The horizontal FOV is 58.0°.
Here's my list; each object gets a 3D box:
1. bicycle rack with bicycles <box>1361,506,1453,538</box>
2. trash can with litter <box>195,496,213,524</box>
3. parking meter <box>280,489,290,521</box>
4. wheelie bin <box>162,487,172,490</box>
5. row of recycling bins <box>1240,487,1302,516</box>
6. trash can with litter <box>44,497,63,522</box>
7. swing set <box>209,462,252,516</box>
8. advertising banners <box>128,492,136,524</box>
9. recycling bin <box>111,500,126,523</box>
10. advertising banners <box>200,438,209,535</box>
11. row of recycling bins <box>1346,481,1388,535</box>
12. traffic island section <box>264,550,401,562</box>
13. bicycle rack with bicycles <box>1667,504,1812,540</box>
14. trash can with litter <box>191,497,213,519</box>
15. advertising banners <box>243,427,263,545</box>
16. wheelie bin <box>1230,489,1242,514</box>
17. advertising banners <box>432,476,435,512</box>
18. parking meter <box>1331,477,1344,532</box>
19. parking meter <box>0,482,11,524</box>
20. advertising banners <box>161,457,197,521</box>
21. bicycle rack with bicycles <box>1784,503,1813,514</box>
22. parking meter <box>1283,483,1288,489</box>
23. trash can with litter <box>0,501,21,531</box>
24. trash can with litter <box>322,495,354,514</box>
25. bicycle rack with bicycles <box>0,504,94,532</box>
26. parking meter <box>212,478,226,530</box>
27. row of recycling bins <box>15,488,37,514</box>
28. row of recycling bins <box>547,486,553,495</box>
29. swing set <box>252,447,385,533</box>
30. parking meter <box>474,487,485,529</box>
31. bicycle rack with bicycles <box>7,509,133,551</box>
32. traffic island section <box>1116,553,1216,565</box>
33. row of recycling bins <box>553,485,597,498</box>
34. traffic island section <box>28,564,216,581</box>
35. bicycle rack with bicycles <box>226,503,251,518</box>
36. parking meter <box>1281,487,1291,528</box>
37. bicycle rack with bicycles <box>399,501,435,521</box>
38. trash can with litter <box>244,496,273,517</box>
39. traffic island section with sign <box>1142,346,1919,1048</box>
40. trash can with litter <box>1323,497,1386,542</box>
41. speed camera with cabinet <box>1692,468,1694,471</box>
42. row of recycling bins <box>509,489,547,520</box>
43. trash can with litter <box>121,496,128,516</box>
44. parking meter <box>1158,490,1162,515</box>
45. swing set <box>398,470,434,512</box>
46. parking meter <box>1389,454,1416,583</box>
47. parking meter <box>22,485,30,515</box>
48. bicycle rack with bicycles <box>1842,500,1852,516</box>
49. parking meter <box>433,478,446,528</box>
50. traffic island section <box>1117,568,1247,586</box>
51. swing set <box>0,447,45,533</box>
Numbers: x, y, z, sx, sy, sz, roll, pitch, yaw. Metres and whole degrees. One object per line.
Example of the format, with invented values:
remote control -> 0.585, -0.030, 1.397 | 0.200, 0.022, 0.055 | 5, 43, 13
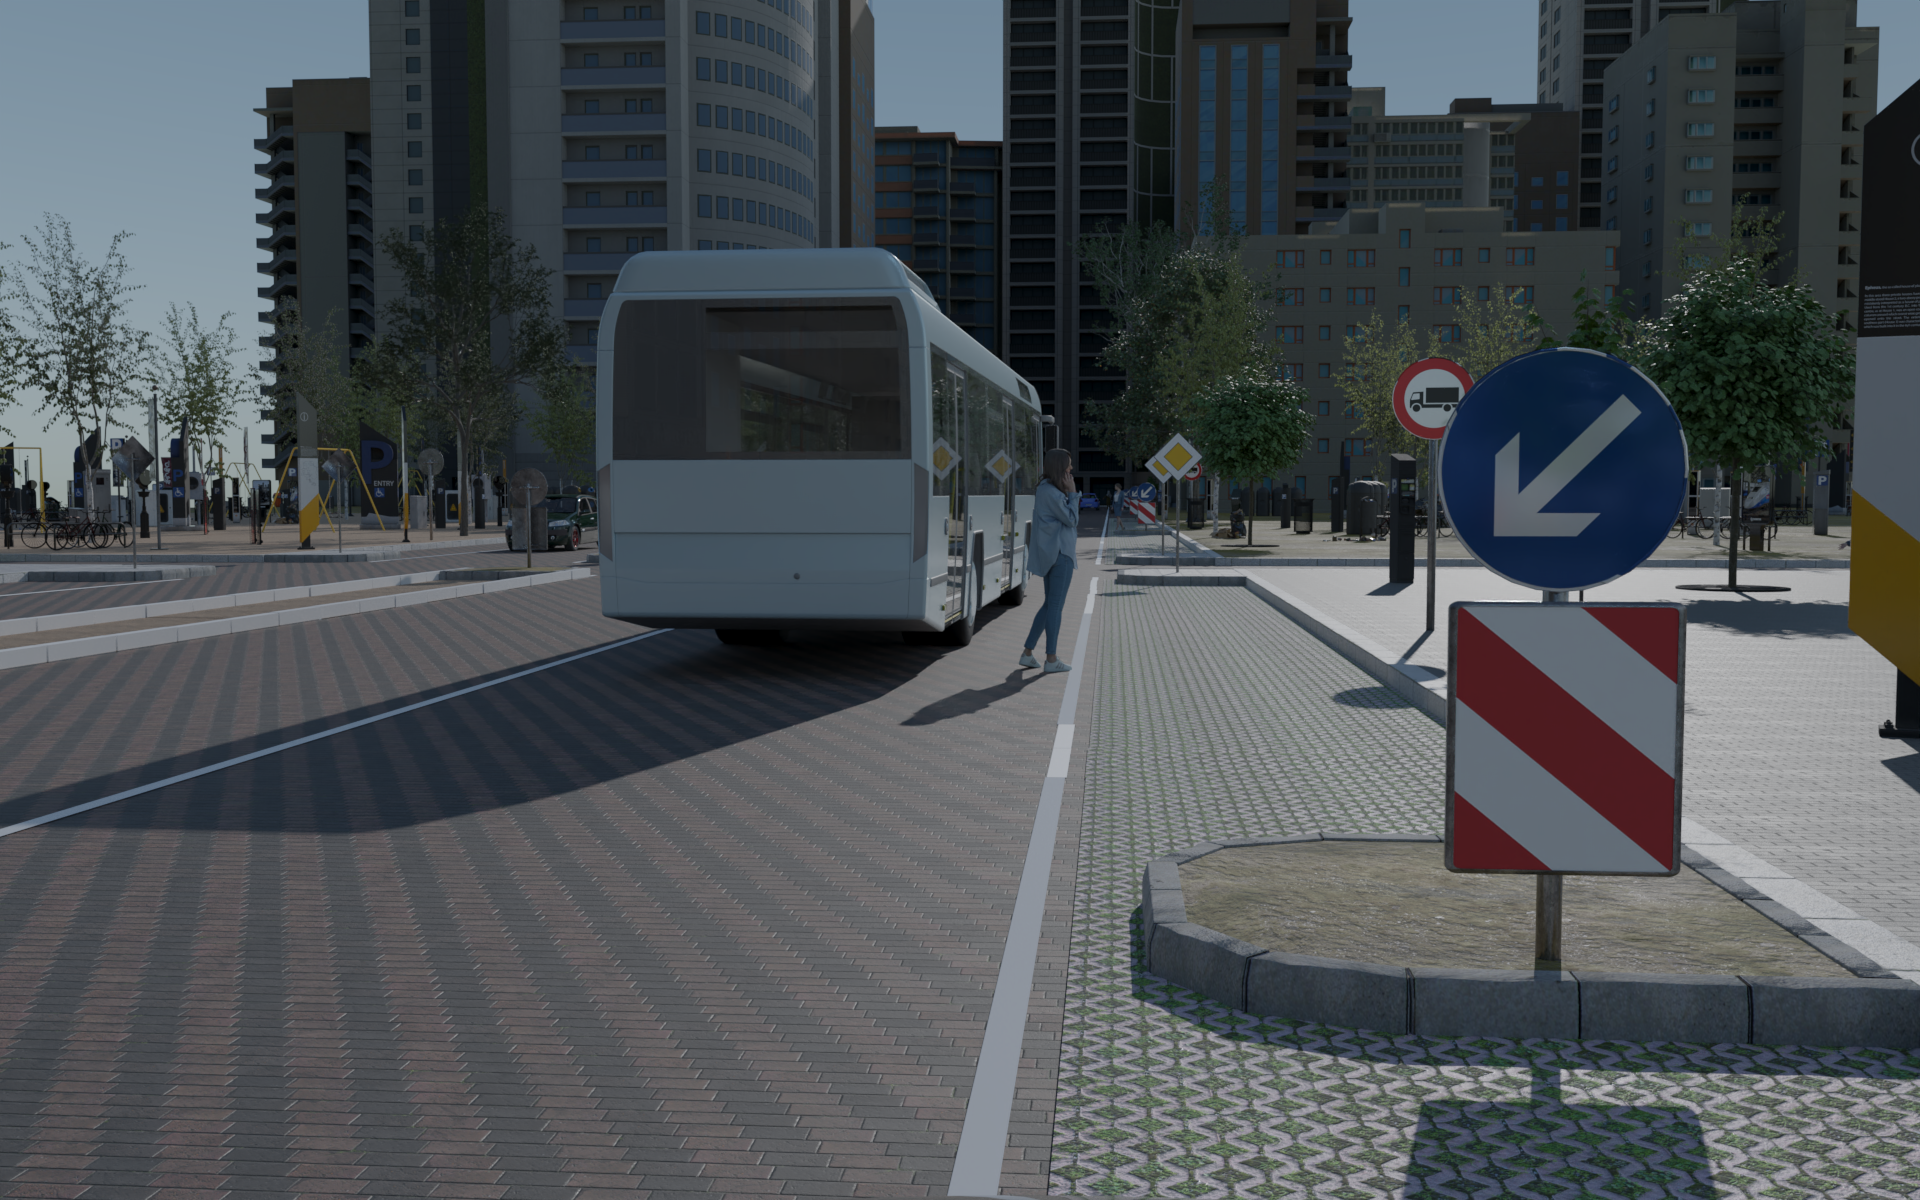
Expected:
bicycle rack with bicycles -> 13.370, -2.352, 51.834 | 2.925, 0.926, 2.852 | 0, 4, -4
trash can with litter -> -31.729, -3.777, 73.147 | 1.055, 1.170, 0.624 | -2, 4, -28
parking meter -> -32.535, -4.584, 83.357 | 0.372, 1.533, 0.369 | 0, 3, 0
wheelie bin -> -36.534, -4.410, 80.005 | 0.693, 1.594, 0.980 | 1, 4, 21
row of recycling bins -> 17.997, -5.688, 100.119 | 3.534, 1.692, 1.069 | 0, 4, 5
trash can with litter -> -40.328, -4.030, 77.283 | 0.624, 1.170, 1.055 | 1, 4, 19
swing set -> -35.953, -5.462, 86.926 | 2.862, 2.851, 3.119 | 0, 4, -4
advertising banners -> -34.818, -4.711, 73.217 | 0.090, 3.025, 2.074 | -1, 4, -9
recycling bin -> -38.015, -3.992, 77.830 | 0.722, 1.027, 0.722 | 0, 4, 6
advertising banners -> -23.822, -3.572, 54.592 | 0.090, 3.025, 2.074 | -1, 4, -19
row of recycling bins -> 13.235, -2.995, 56.080 | 1.069, 1.692, 3.534 | 1, 4, 23
traffic island section -> -13.553, -0.951, 37.827 | 2.009, 0.180, 2.903 | 0, 4, 5
bicycle rack with bicycles -> 22.087, -2.215, 49.593 | 2.852, 0.926, 2.925 | -2, 4, -32
trash can with litter -> -38.617, -4.716, 88.166 | 1.678, 1.210, 2.233 | 0, 4, -3
advertising banners -> -18.197, -2.958, 44.550 | 0.090, 3.025, 2.074 | -2, 4, -32
wheelie bin -> 16.413, -5.780, 102.404 | 0.980, 1.594, 0.693 | 3, 5, 40
advertising banners -> -32.665, -6.872, 108.549 | 2.074, 3.025, 0.090 | 3, 5, 41
parking meter -> 12.759, -3.233, 58.568 | 0.255, 1.863, 0.399 | -3, 5, -39
parking meter -> -41.328, -4.236, 74.969 | 0.399, 1.863, 0.255 | 0, 4, -5
advertising banners -> -36.547, -5.219, 81.513 | 2.074, 3.025, 0.090 | 0, 4, 1
bicycle rack with bicycles -> 33.995, -3.586, 72.015 | 2.925, 0.926, 2.852 | 1, 4, 22
parking meter -> 17.226, -5.261, 91.722 | 0.255, 1.863, 0.399 | 0, 4, 2
trash can with litter -> -34.311, -3.086, 61.516 | 1.678, 1.210, 2.233 | -2, 4, -31
trash can with litter -> -40.315, -6.162, 111.801 | 2.233, 1.210, 1.678 | 0, 4, -5
bicycle rack with bicycles -> -34.296, -3.148, 64.852 | 2.925, 0.926, 2.852 | -1, 4, -21
parking meter -> -26.266, -3.405, 61.375 | 0.399, 1.863, 0.255 | 0, 4, 5
row of recycling bins -> -59.645, -6.216, 108.749 | 1.069, 1.692, 3.534 | 2, 4, 24
row of recycling bins -> -21.671, -5.254, 93.017 | 1.069, 1.692, 3.534 | 1, 4, 10
swing set -> -21.744, -3.751, 58.956 | 2.862, 2.851, 3.119 | 1, 4, 16
parking meter -> -17.737, -3.397, 63.954 | 0.372, 1.533, 0.369 | 0, 3, 0
bicycle rack with bicycles -> -20.807, -1.676, 40.786 | 2.852, 0.926, 2.925 | 2, 4, 30
traffic island section -> 4.270, -0.856, 36.269 | 2.009, 0.180, 2.903 | 0, 4, 5
row of recycling bins -> -16.729, -4.402, 79.082 | 1.069, 1.692, 3.534 | 3, 4, 36
traffic island section -> -14.249, -0.464, 29.872 | 2.009, 0.180, 2.903 | 0, 4, 5
bicycle rack with bicycles -> -39.044, -4.956, 94.419 | 2.925, 0.926, 2.852 | -3, 5, -41
parking meter -> 12.283, -3.479, 65.295 | 0.372, 1.533, 0.369 | 0, 3, 0
bicycle rack with bicycles -> -25.973, -4.289, 83.505 | 2.925, 0.926, 2.852 | -2, 4, -24
trash can with litter -> -40.241, -5.411, 99.531 | 2.233, 1.210, 1.678 | -1, 4, -22
traffic island section with sign -> 1.587, 0.193, 5.467 | 1.989, 1.847, 2.006 | 0, 4, 5
trash can with litter -> 10.782, -2.222, 47.389 | 2.233, 1.210, 1.678 | -1, 4, -20
speed camera with cabinet -> 42.447, -6.542, 101.305 | 0.660, 3.252, 2.038 | 0, 4, 8
row of recycling bins -> -14.968, -3.214, 59.660 | 1.069, 1.692, 3.534 | -1, 4, -17
trash can with litter -> -48.624, -5.553, 101.851 | 2.233, 1.210, 1.678 | -1, 4, -22
parking meter -> 12.074, -5.855, 104.147 | 0.372, 1.533, 0.369 | 0, 3, 0
swing set -> -35.965, -7.093, 113.598 | 2.862, 2.851, 3.119 | 0, 4, -6
parking meter -> 6.393, -1.181, 25.016 | 0.255, 1.863, 0.399 | 0, 4, -8
parking meter -> -58.077, -6.235, 107.654 | 0.255, 1.863, 0.399 | 0, 4, 3
bicycle rack with bicycles -> 52.085, -5.279, 99.698 | 2.852, 0.926, 2.925 | 3, 5, 42
parking meter -> -19.430, -3.606, 64.666 | 0.399, 1.863, 0.255 | -2, 4, -28
traffic island section -> 3.574, -0.369, 28.314 | 2.009, 0.180, 2.903 | 0, 4, 5
swing set -> -32.127, -3.652, 57.333 | 3.119, 2.851, 2.862 | -2, 4, -26
